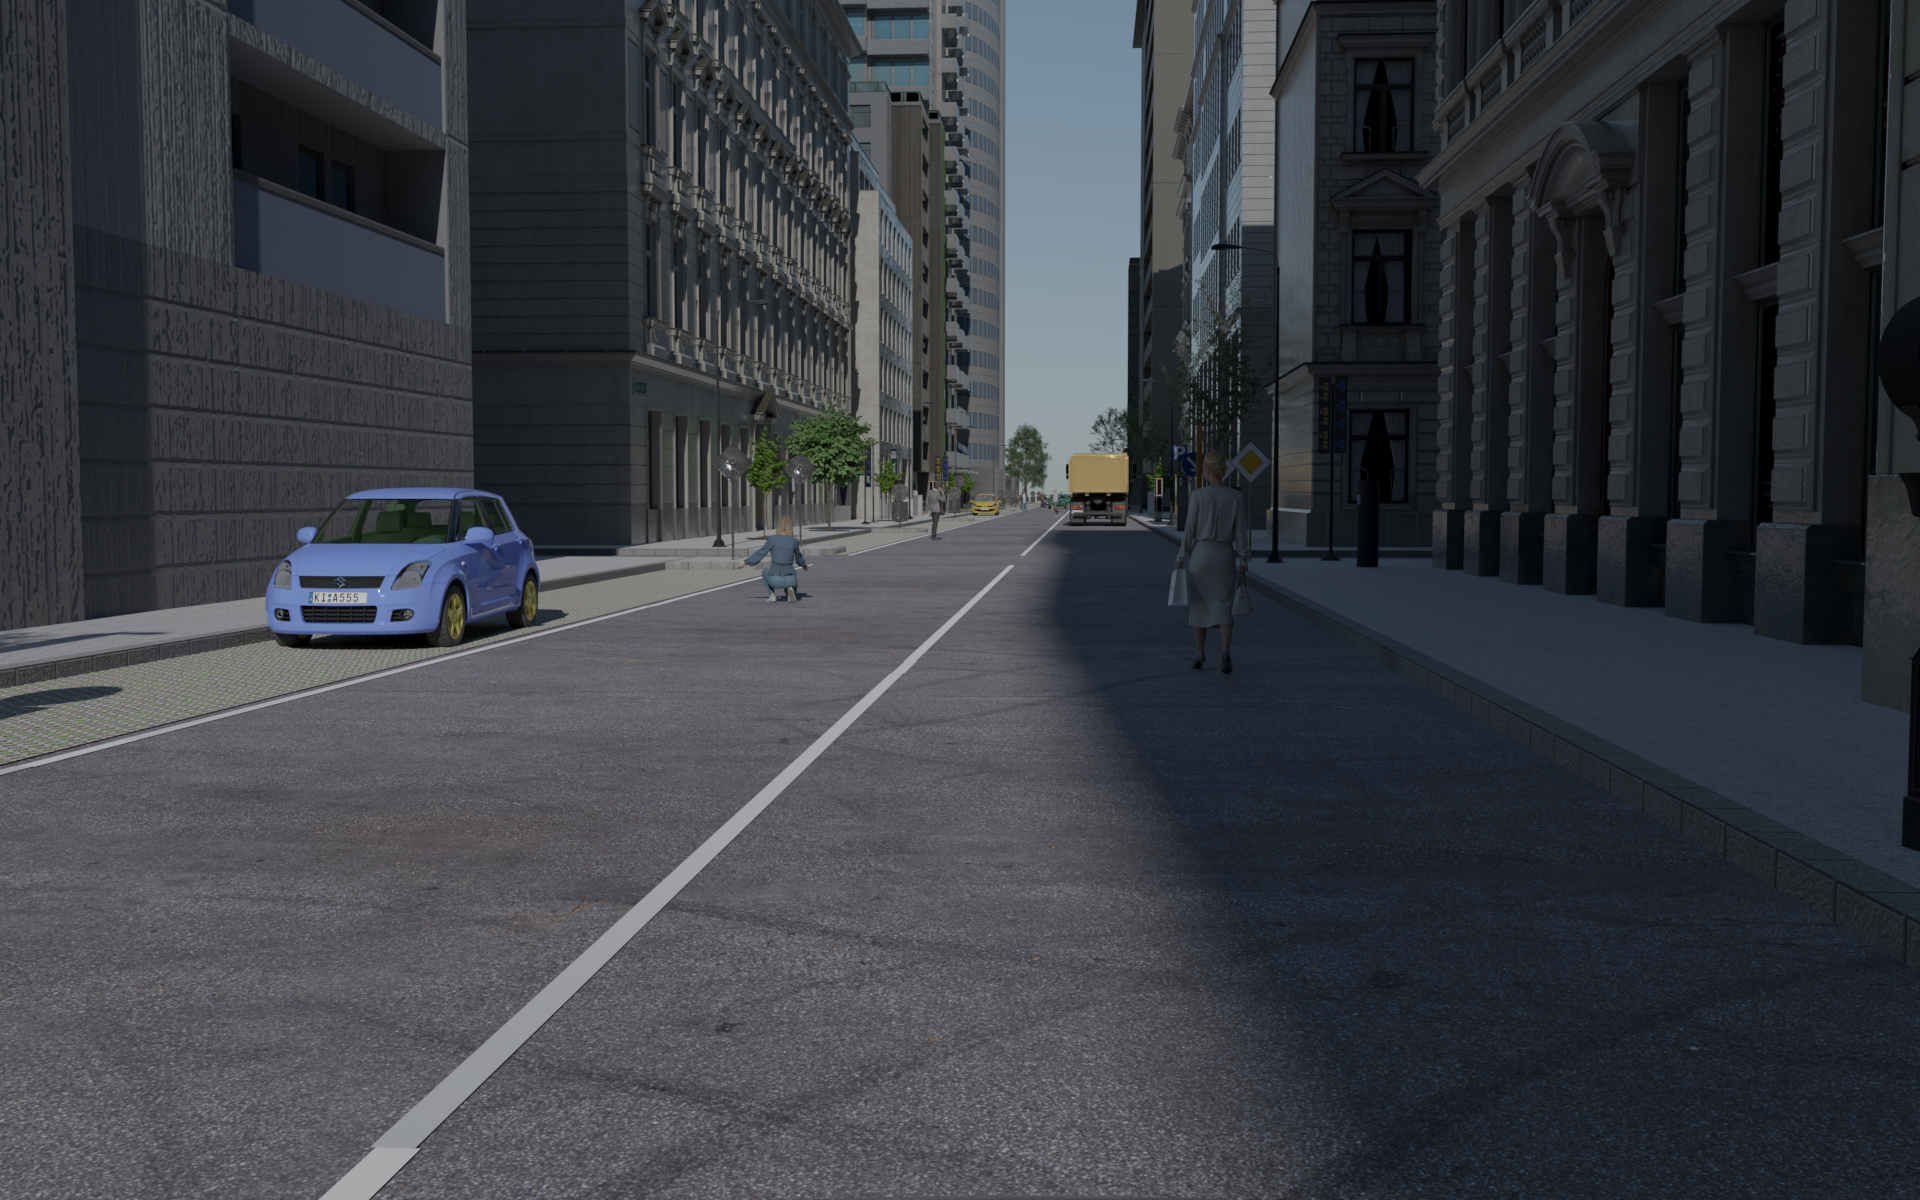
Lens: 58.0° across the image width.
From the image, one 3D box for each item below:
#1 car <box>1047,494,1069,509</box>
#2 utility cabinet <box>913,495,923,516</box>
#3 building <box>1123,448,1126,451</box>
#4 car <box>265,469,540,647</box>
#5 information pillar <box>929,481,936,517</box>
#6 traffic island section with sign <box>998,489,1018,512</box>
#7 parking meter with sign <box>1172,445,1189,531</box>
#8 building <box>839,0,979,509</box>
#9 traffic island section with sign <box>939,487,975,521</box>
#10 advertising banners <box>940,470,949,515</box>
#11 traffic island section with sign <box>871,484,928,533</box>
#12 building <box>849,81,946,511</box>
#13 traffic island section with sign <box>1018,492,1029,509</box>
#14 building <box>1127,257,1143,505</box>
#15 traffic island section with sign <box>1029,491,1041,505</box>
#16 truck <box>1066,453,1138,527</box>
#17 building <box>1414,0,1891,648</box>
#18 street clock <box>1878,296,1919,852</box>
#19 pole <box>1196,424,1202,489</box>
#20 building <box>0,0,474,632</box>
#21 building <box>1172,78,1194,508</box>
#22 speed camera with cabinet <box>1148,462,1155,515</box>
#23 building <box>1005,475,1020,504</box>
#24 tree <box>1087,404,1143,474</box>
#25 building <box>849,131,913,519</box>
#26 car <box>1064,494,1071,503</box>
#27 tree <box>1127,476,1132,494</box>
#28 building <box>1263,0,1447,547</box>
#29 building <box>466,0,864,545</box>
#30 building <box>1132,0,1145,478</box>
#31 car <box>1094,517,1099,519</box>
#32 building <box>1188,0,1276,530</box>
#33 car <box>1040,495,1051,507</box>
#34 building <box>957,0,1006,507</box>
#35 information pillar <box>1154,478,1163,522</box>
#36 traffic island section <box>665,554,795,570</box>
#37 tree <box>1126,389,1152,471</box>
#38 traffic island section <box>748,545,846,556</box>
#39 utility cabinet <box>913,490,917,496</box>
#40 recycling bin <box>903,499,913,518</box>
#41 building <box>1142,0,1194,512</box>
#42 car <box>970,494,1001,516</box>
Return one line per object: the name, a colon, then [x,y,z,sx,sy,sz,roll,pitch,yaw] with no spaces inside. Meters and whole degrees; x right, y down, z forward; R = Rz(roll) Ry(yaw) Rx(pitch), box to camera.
car: [9.557,-9.639,169.389,2.131,1.459,4.920,0,4,4]
utility cabinet: [-2.474,-5.517,101.364,0.306,1.237,1.020,-1,4,-16]
building: [33.620,-56.249,232.349,22.319,86.520,31.000,0,4,4]
car: [-5.472,-0.469,17.260,1.945,1.707,3.694,0,4,3]
information pillar: [-1.544,-5.715,97.929,0.304,2.012,0.304,3,4,37]
traffic island section with sign: [3.473,-8.133,141.600,1.989,1.847,2.006,0,4,4]
parking meter with sign: [7.724,-3.927,60.473,0.543,3.016,1.738,0,4,3]
building: [-10.791,-32.283,147.435,23.786,49.044,30.456,0,4,4]
traffic island section with sign: [-0.226,-5.056,91.296,1.989,1.847,2.006,0,4,4]
advertising banners: [-1.016,-6.885,108.762,0.090,3.025,2.074,-1,4,-16]
traffic island section with sign: [-2.208,-3.412,64.413,1.989,1.847,2.006,0,4,4]
building: [-8.606,-21.617,125.143,14.160,30.474,14.107,0,4,4]
traffic island section with sign: [5.460,-9.777,168.482,1.989,1.847,2.006,0,4,4]
building: [27.464,-26.906,211.607,14.160,30.474,14.107,0,4,4]
traffic island section with sign: [9.470,-13.112,223.009,1.989,1.847,2.006,0,4,4]
truck: [6.483,-5.155,80.209,3.469,3.379,9.791,0,4,6]
building: [12.423,-11.707,20.292,11.050,23.489,19.941,0,4,4]
street clock: [3.531,-0.098,6.165,0.471,2.002,0.358,0,4,-7]
pole: [6.999,-3.479,50.719,0.158,3.312,0.155,0,3,0]
building: [-22.400,-29.464,23.740,28.212,58.520,21.231,0,4,4]
building: [19.977,-19.288,102.752,14.401,28.519,23.554,0,4,4]
speed camera with cabinet: [12.075,-6.894,107.049,0.660,3.252,2.038,1,4,16]
building: [-1.533,-50.018,256.040,20.563,71.187,20.611,0,4,4]
tree: [18.558,-16.789,200.258,9.928,11.665,9.643,0,3,0]
building: [-8.629,-14.736,95.678,10.420,20.320,16.860,0,4,4]
car: [14.193,-13.667,232.252,1.959,1.807,4.718,0,4,5]
tree: [15.323,-10.026,158.529,1.663,3.219,1.824,0,3,0]
building: [17.811,-11.067,45.572,19.286,19.102,10.561,0,4,4]
building: [-14.528,-17.617,64.455,17.030,29.872,44.131,0,4,4]
building: [32.050,-35.827,175.002,28.713,52.752,27.495,0,4,4]
car: [8.693,-5.547,100.917,2.015,1.641,3.980,0,4,2]
building: [16.475,-18.239,75.701,11.434,29.767,29.804,0,4,4]
car: [9.814,-10.897,190.738,1.945,1.354,3.894,0,4,3]
building: [-6.544,-38.804,176.441,21.231,58.520,28.212,0,4,4]
information pillar: [9.227,-4.653,80.576,0.304,2.012,0.304,-1,4,-12]
traffic island section: [-4.455,-0.707,33.844,2.009,0.180,2.903,0,4,4]
tree: [13.613,-10.379,120.055,4.360,8.622,3.978,0,3,0]
traffic island section: [-3.869,-1.194,41.808,2.009,0.180,2.903,0,4,4]
utility cabinet: [-3.188,-5.917,105.422,1.173,1.500,0.318,-1,4,-10]
recycling bin: [-2.981,-4.940,93.331,0.722,1.027,0.722,-2,4,-28]
building: [25.431,-31.304,135.516,21.300,48.544,21.600,0,4,4]
car: [1.722,-6.409,115.008,2.015,1.641,3.980,0,4,3]
